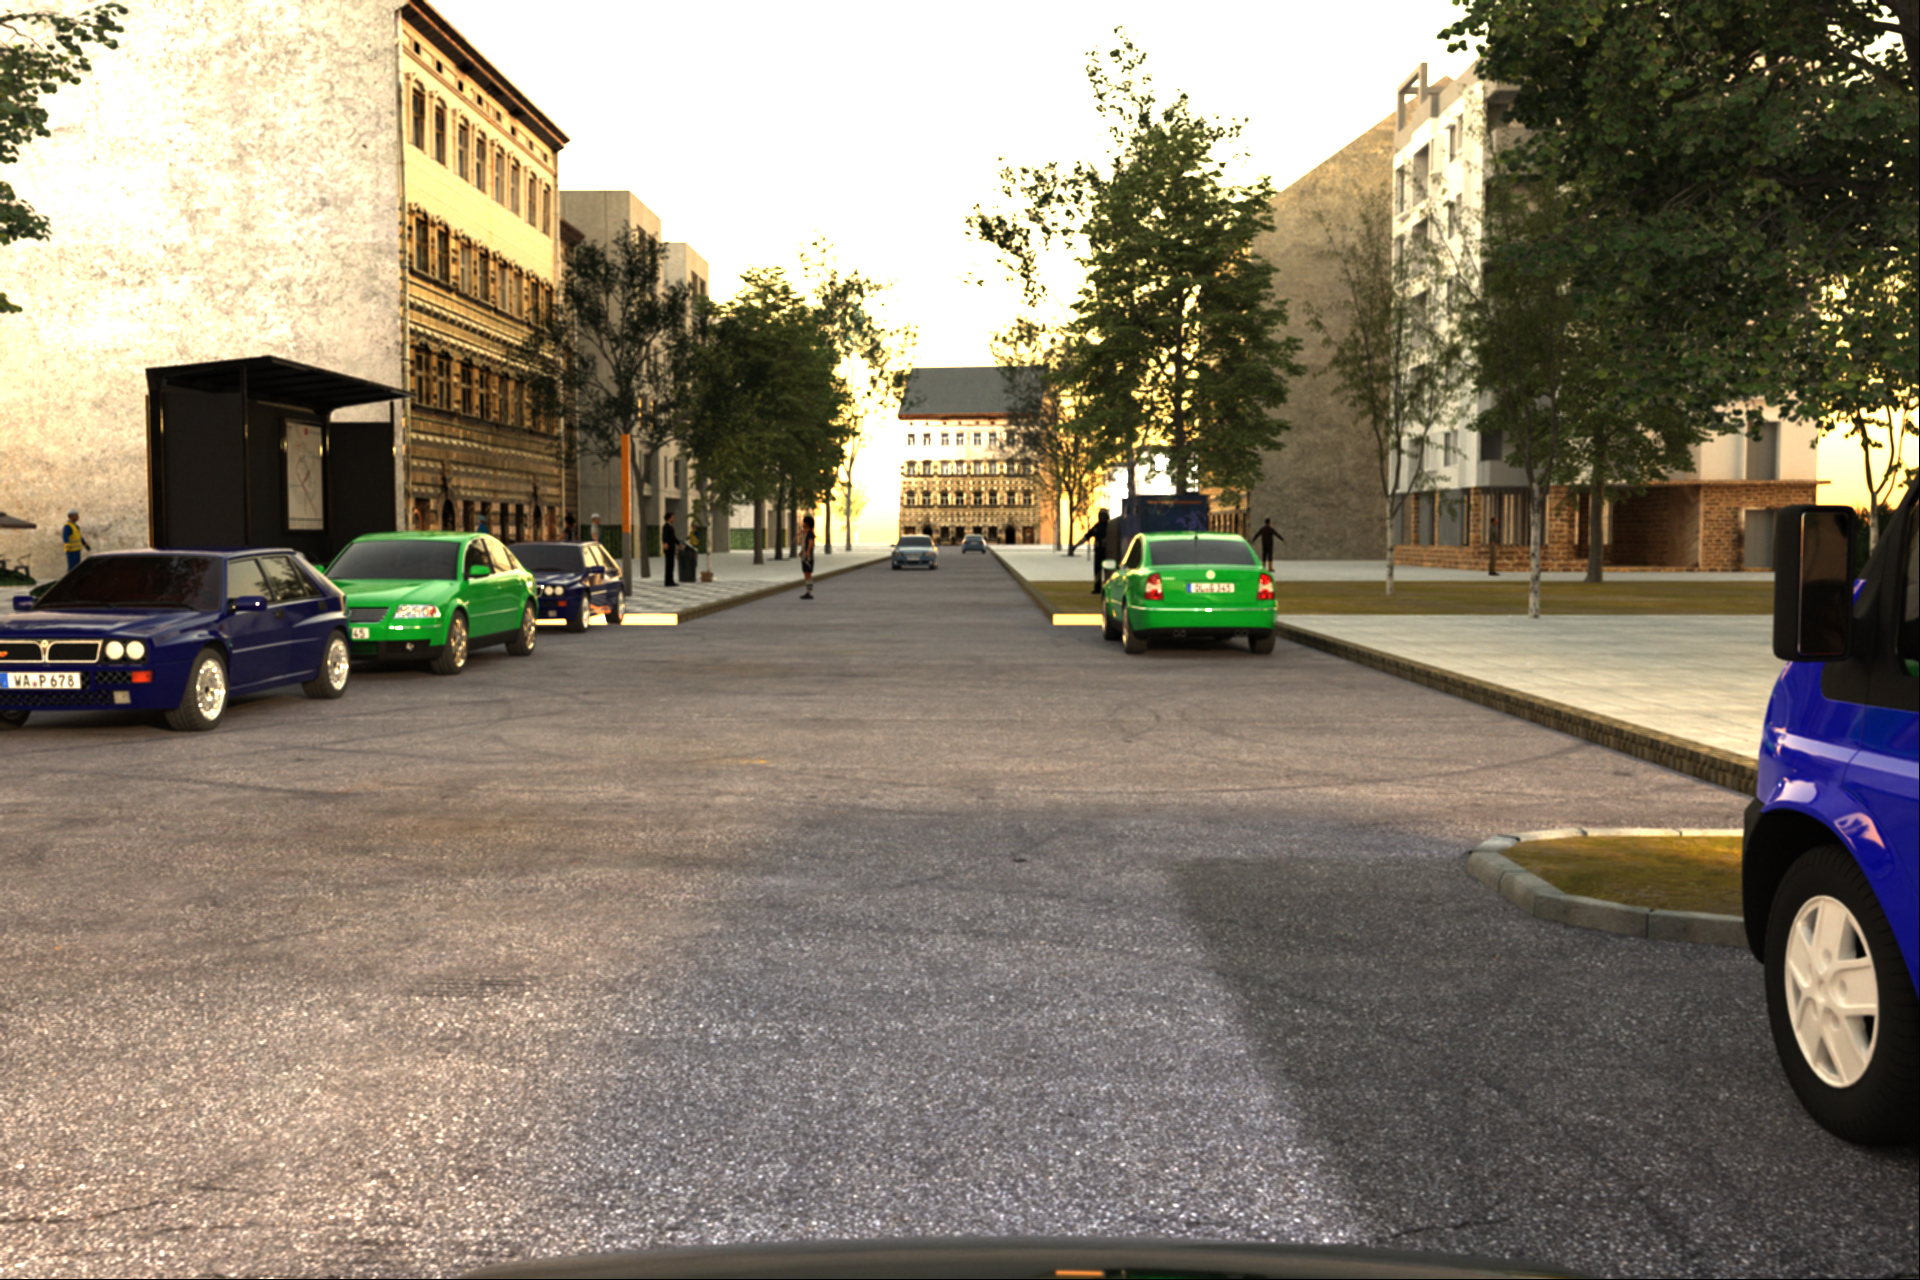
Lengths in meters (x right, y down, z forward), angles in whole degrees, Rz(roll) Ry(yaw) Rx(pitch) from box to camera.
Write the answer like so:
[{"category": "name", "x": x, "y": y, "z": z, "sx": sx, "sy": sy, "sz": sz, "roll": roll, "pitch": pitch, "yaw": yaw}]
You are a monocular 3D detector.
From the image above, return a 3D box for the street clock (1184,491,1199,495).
[{"category": "street clock", "x": 3.935, "y": -1.523, "z": 29.466, "sx": 0.358, "sy": 2.002, "sz": 0.471, "roll": 0, "pitch": 4, "yaw": 1}]

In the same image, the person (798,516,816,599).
[{"category": "person", "x": -3.389, "y": -1.815, "z": 38.284, "sx": 0.704, "sy": 1.843, "sz": 1.345, "roll": -1, "pitch": 4, "yaw": -11}]

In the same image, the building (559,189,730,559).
[{"category": "building", "x": -24.873, "y": -14.598, "z": 105.132, "sx": 16.747, "sy": 18.905, "sz": 31.486, "roll": 0, "pitch": 4, "yaw": 1}]

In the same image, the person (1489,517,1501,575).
[{"category": "person", "x": 16.586, "y": -2.905, "z": 53.766, "sx": 0.705, "sy": 1.796, "sz": 1.348, "roll": 2, "pitch": 4, "yaw": 26}]

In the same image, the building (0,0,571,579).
[{"category": "building", "x": -24.696, "y": -13.853, "z": 57.433, "sx": 19.493, "sy": 23.208, "sz": 18.063, "roll": 0, "pitch": 4, "yaw": 1}]

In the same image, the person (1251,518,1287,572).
[{"category": "person", "x": 10.485, "y": -3.231, "z": 58.962, "sx": 1.346, "sy": 1.812, "sz": 0.704, "roll": 3, "pitch": 4, "yaw": 37}]

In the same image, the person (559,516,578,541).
[{"category": "person", "x": -11.590, "y": -2.759, "z": 51.261, "sx": 0.704, "sy": 1.843, "sz": 1.345, "roll": 1, "pitch": 4, "yaw": 15}]

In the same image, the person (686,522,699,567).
[{"category": "person", "x": -10.310, "y": -3.675, "z": 66.545, "sx": 0.721, "sy": 1.772, "sz": 1.216, "roll": -2, "pitch": 4, "yaw": -29}]

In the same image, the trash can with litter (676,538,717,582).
[{"category": "trash can with litter", "x": -7.013, "y": -2.122, "z": 46.076, "sx": 1.055, "sy": 1.170, "sz": 0.624, "roll": 0, "pitch": 4, "yaw": 1}]

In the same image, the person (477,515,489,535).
[{"category": "person", "x": -13.670, "y": -2.649, "z": 49.436, "sx": 0.704, "sy": 1.817, "sz": 1.347, "roll": 0, "pitch": 4, "yaw": 2}]

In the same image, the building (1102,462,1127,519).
[{"category": "building", "x": 21.923, "y": -15.833, "z": 201.010, "sx": 9.099, "sy": 9.664, "sz": 28.070, "roll": 0, "pitch": 4, "yaw": 1}]

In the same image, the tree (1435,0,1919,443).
[{"category": "tree", "x": 9.031, "y": -6.652, "z": 15.421, "sx": 9.857, "sy": 13.997, "sz": 8.962, "roll": 0, "pitch": 3, "yaw": 0}]

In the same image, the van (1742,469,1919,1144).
[{"category": "van", "x": 2.972, "y": 0.125, "z": 2.335, "sx": 2.240, "sy": 2.365, "sz": 5.245, "roll": 0, "pitch": 4, "yaw": -1}]

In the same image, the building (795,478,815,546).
[{"category": "building", "x": -26.184, "y": -21.978, "z": 190.276, "sx": 19.493, "sy": 23.208, "sz": 18.063, "roll": 0, "pitch": 4, "yaw": 1}]

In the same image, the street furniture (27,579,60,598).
[{"category": "street furniture", "x": -13.141, "y": -1.185, "z": 34.997, "sx": 10.072, "sy": 0.657, "sz": 5.734, "roll": -2, "pitch": 4, "yaw": -28}]

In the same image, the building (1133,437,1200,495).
[{"category": "building", "x": 21.434, "y": -13.536, "z": 163.466, "sx": 9.099, "sy": 9.664, "sz": 28.070, "roll": 0, "pitch": 4, "yaw": 1}]

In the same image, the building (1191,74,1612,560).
[{"category": "building", "x": 23.248, "y": -15.993, "z": 92.413, "sx": 19.493, "sy": 23.208, "sz": 18.063, "roll": 0, "pitch": 3, "yaw": 0}]

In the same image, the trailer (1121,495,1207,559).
[{"category": "trailer", "x": 3.066, "y": -1.221, "z": 27.006, "sx": 1.471, "sy": 1.999, "sz": 3.904, "roll": 0, "pitch": 4, "yaw": -1}]

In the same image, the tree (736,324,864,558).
[{"category": "tree", "x": -9.100, "y": -10.744, "z": 93.788, "sx": 7.486, "sy": 12.596, "sz": 7.792, "roll": 0, "pitch": 3, "yaw": 0}]

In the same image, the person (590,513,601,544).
[{"category": "person", "x": -9.870, "y": -2.522, "z": 47.091, "sx": 0.705, "sy": 1.847, "sz": 1.347, "roll": -1, "pitch": 4, "yaw": -11}]

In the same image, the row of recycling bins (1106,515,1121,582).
[{"category": "row of recycling bins", "x": 3.439, "y": -1.663, "z": 34.302, "sx": 1.069, "sy": 1.692, "sz": 3.534, "roll": 0, "pitch": 4, "yaw": -1}]

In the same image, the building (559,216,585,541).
[{"category": "building", "x": -28.819, "y": -15.172, "z": 78.990, "sx": 19.493, "sy": 23.208, "sz": 18.063, "roll": 0, "pitch": 4, "yaw": 1}]

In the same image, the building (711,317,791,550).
[{"category": "building", "x": -24.966, "y": -17.769, "z": 156.979, "sx": 16.747, "sy": 18.905, "sz": 31.486, "roll": 0, "pitch": 4, "yaw": 1}]

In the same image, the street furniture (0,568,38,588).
[{"category": "street furniture", "x": -26.616, "y": -1.453, "z": 39.389, "sx": 5.734, "sy": 0.657, "sz": 10.072, "roll": 2, "pitch": 4, "yaw": 33}]

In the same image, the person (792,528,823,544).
[{"category": "person", "x": -5.670, "y": -3.513, "z": 64.234, "sx": 1.217, "sy": 1.733, "sz": 0.721, "roll": -2, "pitch": 4, "yaw": -28}]

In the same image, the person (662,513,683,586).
[{"category": "person", "x": -7.107, "y": -2.224, "z": 42.554, "sx": 0.705, "sy": 1.806, "sz": 1.347, "roll": 0, "pitch": 4, "yaw": 7}]

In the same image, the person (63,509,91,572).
[{"category": "person", "x": -19.434, "y": -1.961, "z": 38.036, "sx": 0.705, "sy": 1.833, "sz": 1.349, "roll": -1, "pitch": 4, "yaw": -9}]

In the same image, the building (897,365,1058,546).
[{"category": "building", "x": 2.624, "y": -23.951, "z": 224.982, "sx": 18.063, "sy": 23.208, "sz": 19.493, "roll": 1, "pitch": 4, "yaw": 10}]

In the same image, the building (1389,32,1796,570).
[{"category": "building", "x": 23.117, "y": -13.118, "z": 70.907, "sx": 16.016, "sy": 20.090, "sz": 11.380, "roll": 0, "pitch": 4, "yaw": 1}]

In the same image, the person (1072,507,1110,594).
[{"category": "person", "x": 3.052, "y": -1.918, "z": 37.136, "sx": 1.354, "sy": 1.856, "sz": 0.705, "roll": 2, "pitch": 4, "yaw": 28}]

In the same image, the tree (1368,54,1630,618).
[{"category": "tree", "x": 9.017, "y": -4.649, "z": 26.370, "sx": 4.360, "sy": 8.622, "sz": 3.978, "roll": 0, "pitch": 3, "yaw": 0}]
